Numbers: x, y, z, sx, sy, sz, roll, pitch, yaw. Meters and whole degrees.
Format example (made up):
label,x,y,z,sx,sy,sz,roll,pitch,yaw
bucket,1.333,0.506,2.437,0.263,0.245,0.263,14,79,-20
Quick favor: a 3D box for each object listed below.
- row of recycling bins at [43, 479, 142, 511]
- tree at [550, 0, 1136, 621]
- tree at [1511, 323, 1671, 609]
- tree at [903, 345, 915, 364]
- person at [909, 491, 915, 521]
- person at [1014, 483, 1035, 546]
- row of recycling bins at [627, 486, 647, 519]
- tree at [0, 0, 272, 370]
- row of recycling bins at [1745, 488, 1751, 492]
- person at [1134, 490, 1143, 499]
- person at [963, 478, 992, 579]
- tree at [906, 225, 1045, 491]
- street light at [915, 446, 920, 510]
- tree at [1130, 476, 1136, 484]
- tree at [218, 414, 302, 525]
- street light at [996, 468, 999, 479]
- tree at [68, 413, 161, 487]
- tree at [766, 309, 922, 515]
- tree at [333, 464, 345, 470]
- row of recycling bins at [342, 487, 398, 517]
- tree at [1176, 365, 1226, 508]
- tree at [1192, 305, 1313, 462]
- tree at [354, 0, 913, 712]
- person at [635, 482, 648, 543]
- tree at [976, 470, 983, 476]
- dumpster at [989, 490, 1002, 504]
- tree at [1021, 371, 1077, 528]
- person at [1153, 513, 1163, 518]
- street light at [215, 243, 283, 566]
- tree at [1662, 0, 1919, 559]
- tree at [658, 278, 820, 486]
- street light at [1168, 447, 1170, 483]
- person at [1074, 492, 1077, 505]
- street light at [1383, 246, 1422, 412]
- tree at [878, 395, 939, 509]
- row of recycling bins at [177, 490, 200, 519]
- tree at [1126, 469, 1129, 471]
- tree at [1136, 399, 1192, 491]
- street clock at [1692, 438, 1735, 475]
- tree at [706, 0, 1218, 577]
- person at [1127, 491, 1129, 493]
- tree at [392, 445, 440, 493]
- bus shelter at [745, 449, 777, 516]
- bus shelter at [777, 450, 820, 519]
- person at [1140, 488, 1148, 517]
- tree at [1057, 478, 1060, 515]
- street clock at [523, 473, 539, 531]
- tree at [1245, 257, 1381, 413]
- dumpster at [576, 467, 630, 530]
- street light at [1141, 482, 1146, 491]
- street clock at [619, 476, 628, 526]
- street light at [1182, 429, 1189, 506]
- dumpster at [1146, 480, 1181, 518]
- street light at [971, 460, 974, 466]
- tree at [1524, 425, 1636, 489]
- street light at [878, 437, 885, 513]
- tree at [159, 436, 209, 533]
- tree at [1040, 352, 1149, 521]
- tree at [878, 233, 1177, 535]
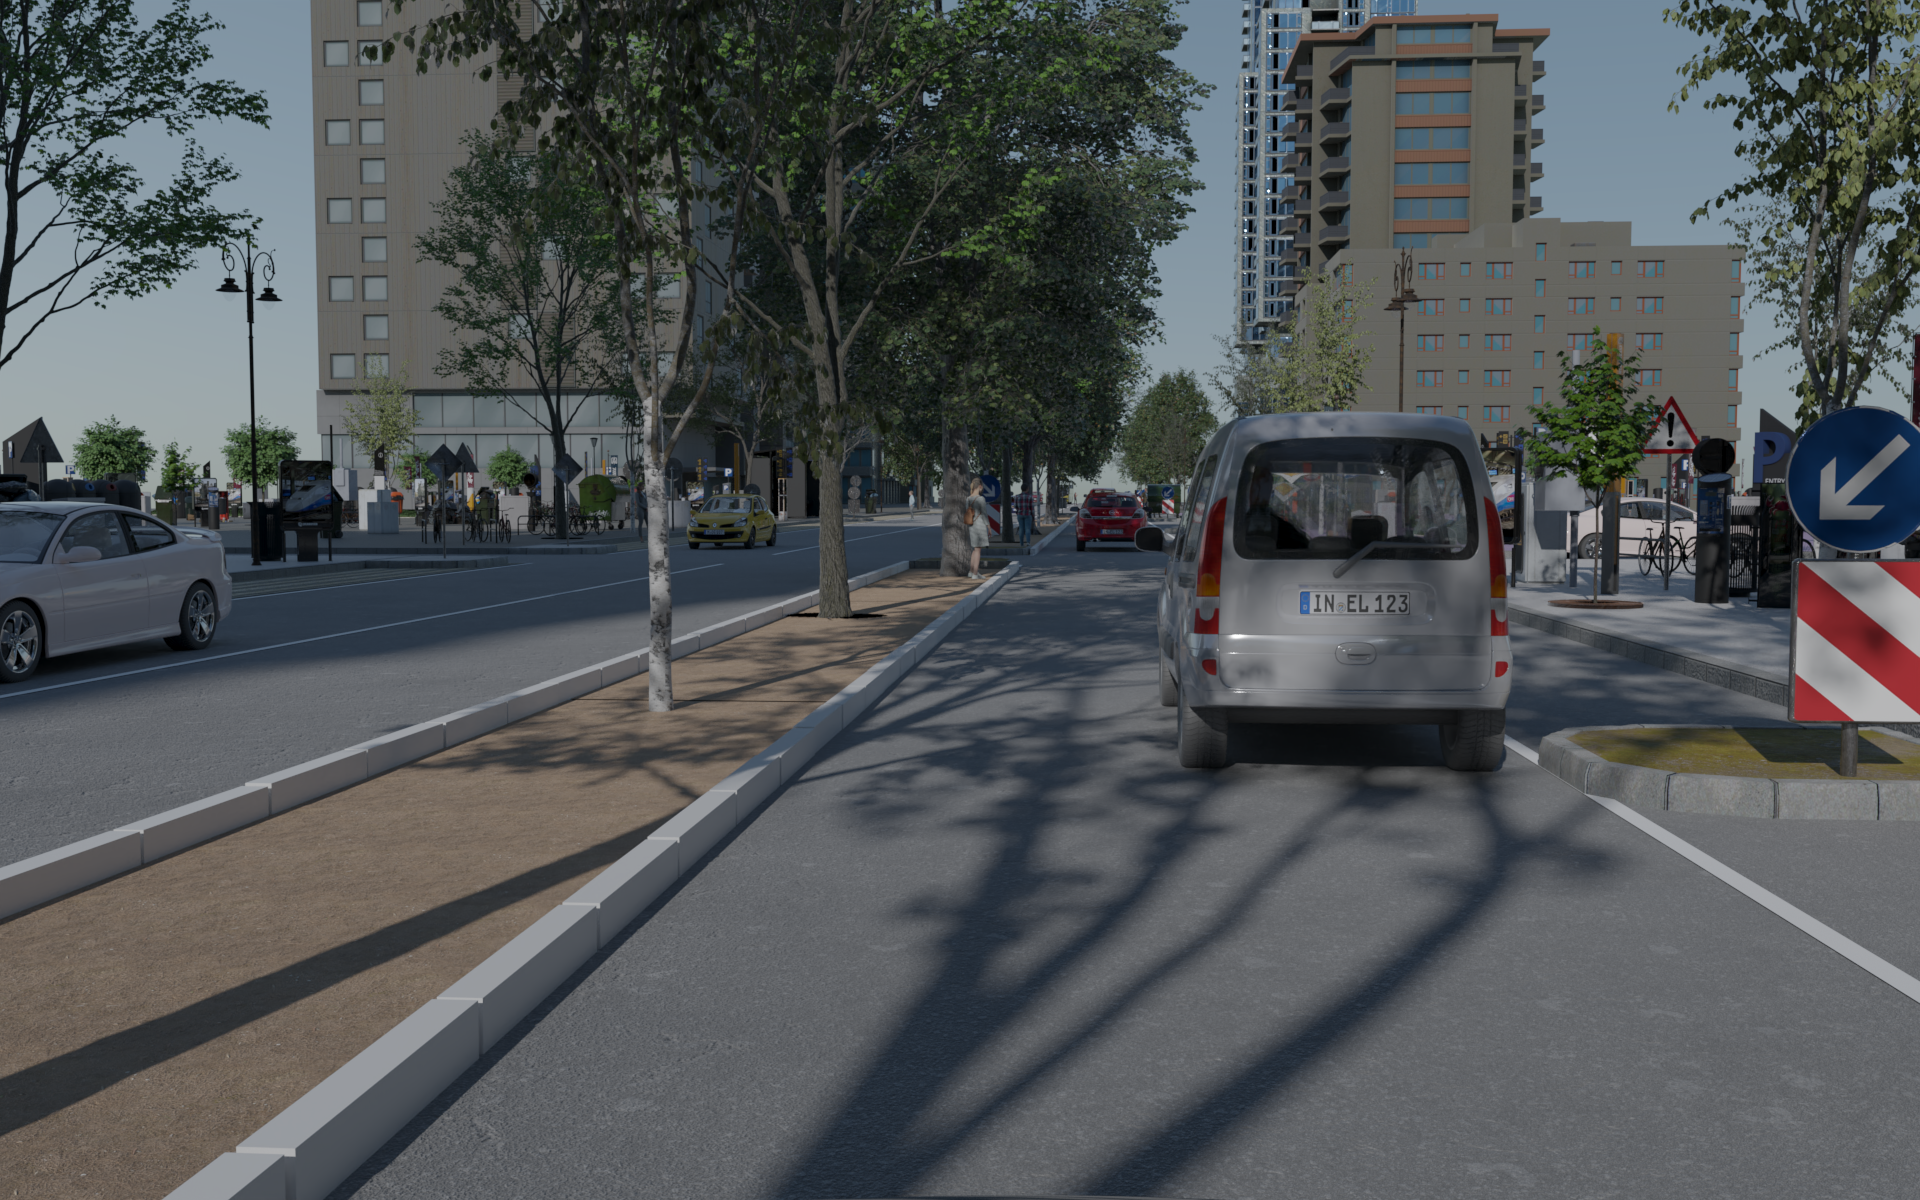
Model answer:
label,x,y,z,sx,sy,sz,roll,pitch,yaw
row of recycling bins,-24.128,-2.506,48.089,1.069,1.692,3.534,1,4,11
tree,-1.547,-5.602,19.811,9.928,11.665,9.643,0,3,0
tree,7.130,-1.537,19.736,1.663,3.219,1.824,0,3,0
tree,0.369,-19.629,176.823,12.611,20.169,13.585,0,3,0
person,-2.618,-5.100,93.692,0.330,1.601,0.589,0,4,1
person,1.703,-2.237,45.909,0.563,1.720,0.643,1,4,15
row of recycling bins,-17.491,-5.105,90.581,3.534,1.692,1.069,-1,4,-9
tree,-13.405,-5.970,23.366,9.928,11.665,9.643,0,3,0
row of recycling bins,50.011,-6.158,107.794,1.069,1.692,3.534,0,4,-7
person,12.257,-6.837,121.005,1.217,1.743,0.721,0,4,-2
person,0.283,-1.200,29.120,0.522,1.701,0.512,-3,5,-44
tree,0.593,-5.520,43.074,4.737,8.622,4.395,0,3,0
street light,-3.467,-10.375,142.416,0.468,5.910,1.993,0,4,5
tree,20.964,-14.497,187.392,4.360,8.622,3.978,0,3,0
tree,-28.792,-5.356,71.285,4.285,4.588,4.351,0,3,0
street light,5.422,-16.954,249.992,0.468,5.910,1.993,0,4,5
tree,-34.447,-5.311,70.554,4.285,4.588,4.351,0,3,0
tree,-7.412,-12.054,107.446,12.009,13.543,11.850,0,3,0
tree,-36.863,-6.571,102.043,1.663,3.219,1.824,0,3,0
row of recycling bins,-33.192,-5.497,96.984,3.534,1.692,1.069,-3,5,-42
tree,19.475,-14.512,154.286,9.611,12.733,9.660,0,3,0
tree,11.761,-7.215,68.325,4.360,8.622,3.978,0,3,0
tree,-1.971,-3.552,10.900,4.360,8.622,3.978,0,3,0
person,-9.233,-2.579,50.933,0.573,1.790,0.520,1,4,13
tree,2.012,-14.300,217.518,4.285,4.588,4.351,0,3,0
dumpster,4.115,-12.156,206.971,1.865,1.857,1.264,0,4,6
tree,3.343,-7.363,73.209,4.360,8.622,3.978,0,3,0
person,11.910,-5.937,104.938,0.474,1.900,0.648,-3,5,-45
street light,-12.641,-3.557,30.944,0.468,5.910,1.993,0,4,5
tree,7.531,-3.912,14.325,4.737,8.622,4.395,0,3,0
tree,-9.356,-8.637,75.628,8.767,10.594,7.601,0,4,-4
street light,17.432,-10.480,144.139,0.468,5.910,1.993,0,4,5
person,14.712,-12.825,219.655,0.593,1.643,0.415,1,4,21
street light,8.279,-3.653,32.516,0.468,5.910,1.993,0,4,5
tree,-3.296,-13.090,148.431,8.767,10.594,7.601,1,4,16
row of recycling bins,-41.329,-5.203,92.177,1.069,1.692,3.534,0,4,-6
tree,27.837,-19.586,270.599,4.360,8.622,3.978,0,3,0
tree,16.583,-11.207,133.589,4.360,8.622,3.978,0,3,0
street clock,9.759,-1.095,22.480,0.471,2.002,0.358,0,4,0
tree,-0.013,-7.371,29.621,9.857,13.997,8.962,0,3,0
person,10.956,-6.288,113.117,0.589,1.601,0.330,-3,4,-36
tree,-36.379,-8.111,116.327,4.285,4.588,4.351,0,3,0
bus shelter,-10.061,-6.225,93.056,1.731,3.624,6.357,0,4,5
bus shelter,-8.244,-6.228,93.108,1.731,3.624,6.357,0,4,5
person,11.755,-6.238,110.401,0.836,1.842,0.656,2,4,25
tree,6.327,-10.782,113.158,8.767,10.594,7.601,0,4,5
street clock,-14.788,-3.374,59.743,0.471,2.002,0.358,1,4,15
tree,11.294,-6.361,54.370,4.737,8.622,4.395,0,3,0
dumpster,-12.795,-3.644,62.069,1.502,2.255,1.985,0,4,5
street light,26.280,-17.012,250.927,0.468,5.910,1.993,0,4,5
street clock,-13.245,-3.862,67.721,0.471,2.002,0.358,-2,4,-25
street light,15.595,-9.012,120.126,0.468,5.910,1.993,0,4,5
dumpster,11.720,-5.790,99.621,1.985,2.255,1.502,0,4,4
street light,1.457,-14.043,202.386,0.468,5.910,1.993,0,4,5
tree,24.475,-5.285,70.122,4.285,4.588,4.351,0,3,0
street light,-5.410,-8.946,119.057,0.468,5.910,1.993,0,4,5
tree,-26.249,-3.866,57.815,1.663,3.219,1.824,0,3,0
tree,4.888,-11.014,92.901,12.009,13.543,11.850,0,3,0
tree,2.355,-8.604,60.132,9.611,12.733,9.660,0,3,0
